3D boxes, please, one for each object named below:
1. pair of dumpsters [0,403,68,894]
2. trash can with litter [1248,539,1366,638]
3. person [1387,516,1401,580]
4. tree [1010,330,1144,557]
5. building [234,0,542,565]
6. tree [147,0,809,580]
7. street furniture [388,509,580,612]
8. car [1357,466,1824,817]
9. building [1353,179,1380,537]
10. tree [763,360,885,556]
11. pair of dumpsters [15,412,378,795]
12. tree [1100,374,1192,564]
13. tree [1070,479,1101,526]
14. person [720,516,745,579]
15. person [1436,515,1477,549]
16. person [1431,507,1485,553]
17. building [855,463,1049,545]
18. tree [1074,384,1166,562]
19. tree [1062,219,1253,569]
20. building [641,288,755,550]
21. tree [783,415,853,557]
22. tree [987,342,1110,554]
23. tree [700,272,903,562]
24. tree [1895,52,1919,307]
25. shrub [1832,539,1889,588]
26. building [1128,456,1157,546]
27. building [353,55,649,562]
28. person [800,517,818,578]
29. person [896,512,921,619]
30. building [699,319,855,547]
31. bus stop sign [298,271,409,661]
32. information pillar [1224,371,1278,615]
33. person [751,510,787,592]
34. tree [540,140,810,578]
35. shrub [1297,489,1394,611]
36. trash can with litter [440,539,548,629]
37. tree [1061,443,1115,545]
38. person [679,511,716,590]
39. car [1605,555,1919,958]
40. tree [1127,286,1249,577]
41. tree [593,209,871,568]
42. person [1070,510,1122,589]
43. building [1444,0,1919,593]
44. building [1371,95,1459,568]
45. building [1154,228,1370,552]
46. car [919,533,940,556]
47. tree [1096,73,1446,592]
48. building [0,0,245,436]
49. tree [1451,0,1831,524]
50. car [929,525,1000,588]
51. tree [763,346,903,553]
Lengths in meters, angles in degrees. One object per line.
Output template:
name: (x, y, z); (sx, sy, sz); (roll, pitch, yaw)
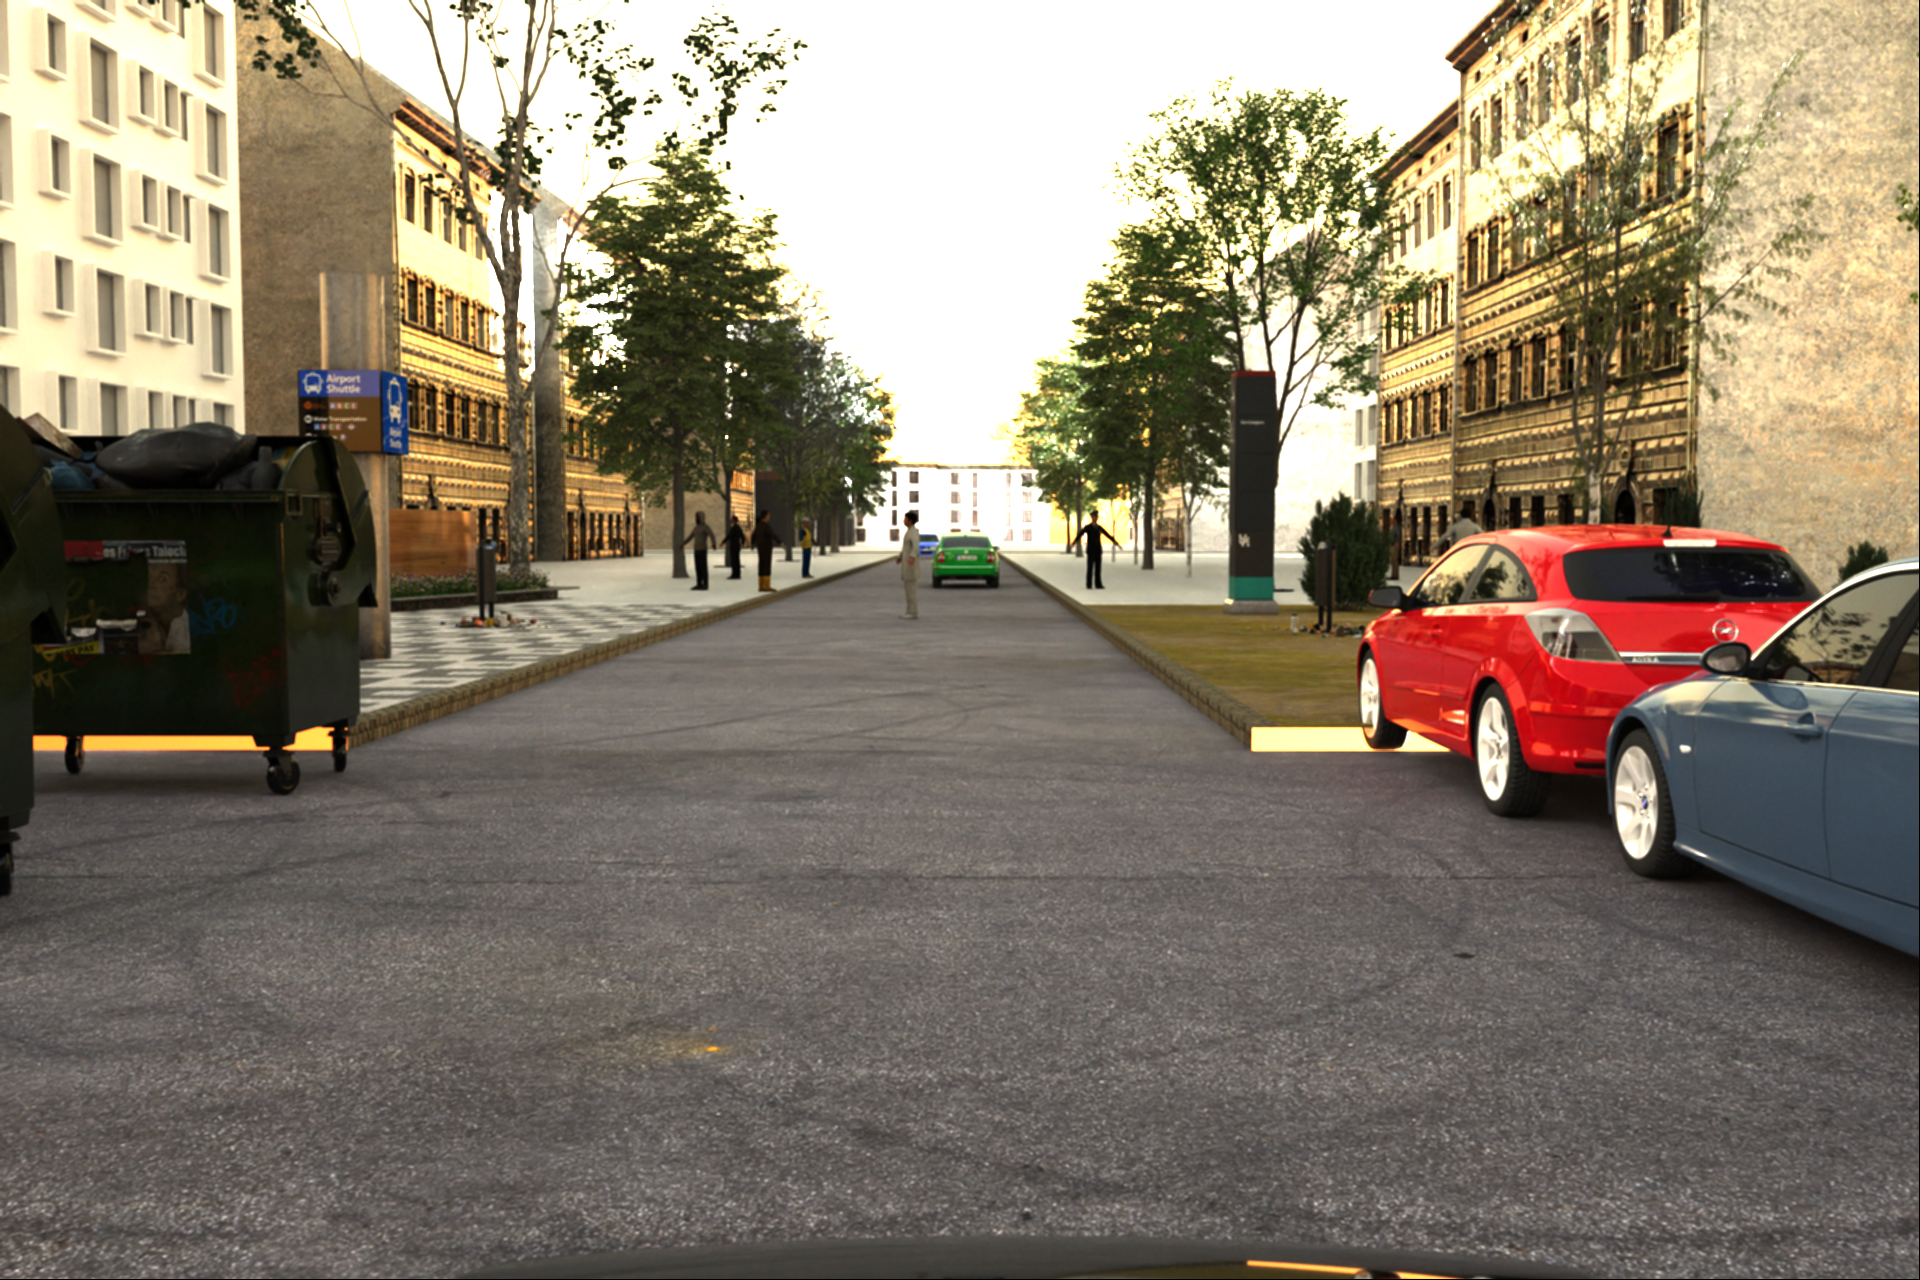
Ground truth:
pair of dumpsters: (-5.809, -0.082, 6.291); (4.436, 2.255, 1.574); (0, 4, 0)
trash can with litter: (4.686, -0.688, 22.309); (1.678, 1.210, 2.233); (0, 4, 0)
person: (12.109, -2.574, 48.352); (0.705, 1.796, 1.348); (0, 4, 0)
tree: (6.686, -10.870, 95.856); (7.486, 12.596, 7.792); (0, 3, 0)
building: (-28.704, -14.578, 69.277); (19.493, 23.208, 18.063); (0, 4, 1)
tree: (-9.420, -10.876, 33.713); (12.611, 20.169, 13.585); (0, 3, 0)
street furniture: (-10.622, -1.558, 32.331); (9.812, 1.723, 11.010); (1, 4, 14)
car: (3.603, -0.074, 10.251); (2.155, 1.783, 4.494); (0, 4, 0)
building: (26.127, -14.342, 90.909); (16.016, 20.090, 11.380); (0, 4, 0)
tree: (-8.197, -10.849, 103.134); (9.928, 11.665, 9.643); (0, 3, 0)
pair of dumpsters: (-5.753, -0.301, 9.877); (4.436, 2.255, 1.574); (0, 4, 1)
tree: (7.376, -7.508, 73.116); (4.360, 8.622, 3.978); (0, 3, 0)
tree: (14.749, -15.385, 201.902); (4.737, 8.622, 4.395); (0, 3, 0)
person: (-6.446, -2.643, 49.445); (0.704, 1.802, 1.346); (1, 4, 21)
person: (12.571, -2.273, 43.294); (1.347, 1.817, 0.704); (2, 4, 27)
person: (9.988, -1.715, 34.226); (1.347, 1.806, 0.705); (1, 4, 21)
building: (-3.236, -15.960, 205.546); (28.070, 9.664, 9.099); (0, 4, -7)
tree: (6.907, -7.921, 79.872); (4.360, 8.622, 3.978); (0, 3, 0)
tree: (7.153, -8.863, 63.030); (7.486, 12.596, 7.792); (0, 3, 0)
building: (-28.002, -19.414, 148.350); (19.493, 23.208, 18.063); (0, 4, 0)
tree: (-7.948, -8.853, 95.108); (4.737, 8.622, 4.395); (0, 3, 0)
tree: (6.932, -12.328, 111.934); (12.009, 13.543, 11.850); (0, 3, 0)
tree: (-7.907, -10.434, 80.965); (12.009, 13.543, 11.850); (0, 3, 0)
tree: (14.848, -4.473, 23.504); (4.737, 8.622, 4.395); (0, 3, 0)
shrub: (13.672, -0.918, 26.121); (1.383, 1.207, 1.383); (0, 3, 0)
building: (23.242, -14.612, 181.058); (9.099, 9.664, 28.070); (0, 4, 1)
building: (-27.460, -15.788, 89.057); (19.493, 23.208, 18.063); (0, 4, 1)
person: (-4.406, -2.696, 50.549); (0.721, 1.772, 1.216); (1, 4, 14)
person: (-0.869, -1.271, 29.419); (0.705, 1.806, 1.347); (-1, 4, -11)
building: (-26.093, -20.620, 181.111); (27.936, 21.610, 32.646); (0, 4, 1)
bus stop sign: (-6.186, -1.756, 17.730); (0.837, 3.901, 0.837); (0, 3, 0)
information pillar: (4.690, -2.352, 27.826); (0.750, 3.857, 0.750); (0, 4, 0)
person: (-4.321, -1.985, 38.599); (0.704, 1.812, 1.346); (-3, 5, -40)
tree: (-8.157, -8.065, 49.988); (7.486, 12.596, 7.792); (0, 3, 0)
shrub: (6.422, -1.499, 28.920); (1.690, 2.028, 1.600); (0, 3, 0)
trash can with litter: (-6.493, -0.822, 24.504); (1.678, 1.210, 2.233); (0, 4, -1)
tree: (15.418, -17.809, 209.299); (7.486, 12.596, 7.792); (0, 3, 0)
person: (-5.965, -2.054, 39.714); (0.705, 1.813, 1.348); (-3, 5, -45)
car: (3.671, 0.383, 5.748); (2.014, 1.417, 4.499); (0, 4, 1)
tree: (6.821, -6.188, 51.530); (4.360, 8.622, 3.978); (0, 3, 0)
tree: (-9.004, -9.545, 66.430); (12.009, 13.543, 11.850); (0, 3, 0)
person: (3.162, -2.121, 40.615); (1.347, 1.837, 0.705); (-1, 4, -22)
building: (25.042, -13.150, 45.927); (19.493, 23.208, 18.063); (0, 4, 0)
building: (26.913, -14.261, 64.096); (19.493, 23.208, 18.063); (0, 4, 0)
building: (25.441, -18.527, 133.840); (19.493, 23.208, 18.063); (0, 3, 0)
car: (-1.966, -5.726, 103.203); (1.945, 1.707, 3.694); (0, 3, 0)
tree: (6.887, -6.901, 38.591); (9.928, 11.665, 9.643); (0, 3, 0)
building: (-26.476, -11.143, 38.602); (16.016, 20.090, 11.380); (0, 4, 0)
tree: (7.512, -4.322, 21.021); (4.360, 8.622, 3.978); (0, 3, 0)
car: (0.132, -2.363, 47.427); (1.959, 1.807, 4.718); (0, 4, -1)
tree: (-8.594, -12.863, 116.969); (9.857, 13.997, 8.962); (0, 3, 0)
